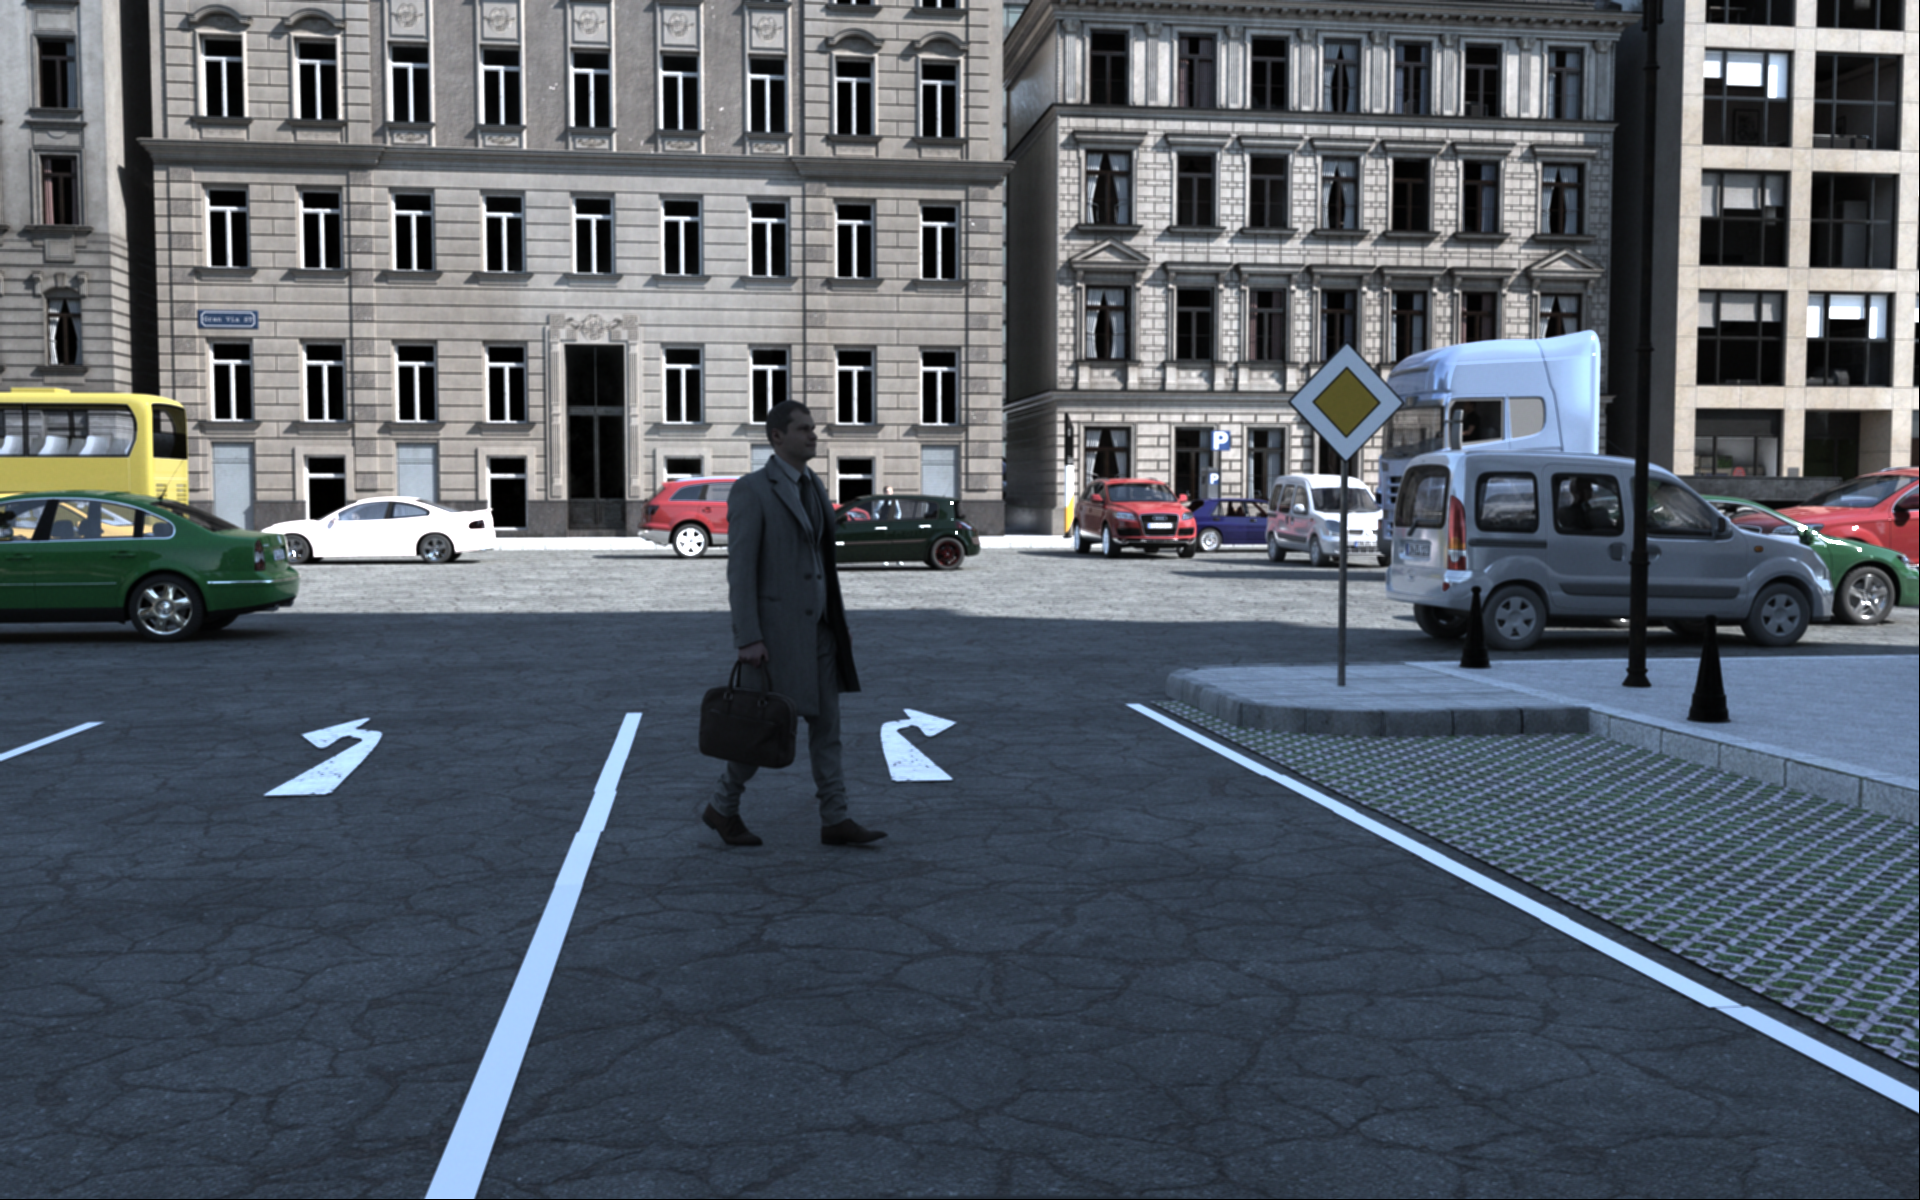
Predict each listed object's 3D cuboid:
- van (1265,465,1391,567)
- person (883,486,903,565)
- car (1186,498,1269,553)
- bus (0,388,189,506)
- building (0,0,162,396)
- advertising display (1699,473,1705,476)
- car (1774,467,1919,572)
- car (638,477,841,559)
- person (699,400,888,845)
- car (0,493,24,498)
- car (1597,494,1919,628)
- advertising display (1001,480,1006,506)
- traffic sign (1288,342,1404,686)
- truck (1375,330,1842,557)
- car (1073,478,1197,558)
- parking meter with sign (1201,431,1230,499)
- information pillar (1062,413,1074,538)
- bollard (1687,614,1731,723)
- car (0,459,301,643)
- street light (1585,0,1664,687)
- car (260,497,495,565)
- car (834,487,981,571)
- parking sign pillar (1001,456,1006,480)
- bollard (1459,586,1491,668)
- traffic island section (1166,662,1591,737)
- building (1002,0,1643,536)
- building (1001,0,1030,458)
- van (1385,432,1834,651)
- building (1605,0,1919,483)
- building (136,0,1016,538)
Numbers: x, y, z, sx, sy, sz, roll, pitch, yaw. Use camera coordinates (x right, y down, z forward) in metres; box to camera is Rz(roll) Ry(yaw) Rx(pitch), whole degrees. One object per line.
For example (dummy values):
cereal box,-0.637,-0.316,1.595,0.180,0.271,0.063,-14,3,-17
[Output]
van,7.599,-1.739,35.445,2.013,2.044,4.112,0,4,-8
person,-1.444,-1.505,34.916,0.589,1.601,0.330,0,4,-6
car,7.257,-1.880,43.310,3.894,1.354,1.945,-1,4,-9
bus,-23.158,-2.766,36.775,12.252,3.916,2.896,0,4,-7
building,-32.799,-12.338,50.875,18.267,20.994,9.793,0,4,-8
advertising display,22.875,-2.952,53.476,0.123,1.923,0.974,1,4,20
car,13.042,-0.922,23.754,5.304,1.827,2.281,-1,4,-9
car,-4.614,-1.871,39.265,5.304,1.827,2.281,-1,4,-10
person,-0.679,0.096,7.031,0.767,1.812,0.694,2,4,31
car,-14.154,-1.045,27.307,3.980,1.641,2.015,-1,4,-9
car,8.334,-0.471,19.502,4.920,1.459,2.131,-1,4,-8
advertising display,1.858,-4.578,80.060,0.974,1.923,0.123,-2,4,-34
traffic sign,2.551,-0.482,11.529,0.795,2.450,0.064,0,4,-8
truck,15.960,-2.478,30.275,18.799,4.110,2.967,-1,4,-8
car,4.014,-1.943,40.439,2.281,1.827,5.304,0,4,-8
parking meter with sign,7.060,-3.196,48.508,0.543,3.016,1.738,0,4,-6
information pillar,3.151,-3.598,50.174,0.183,3.616,0.504,2,4,26
bollard,4.244,0.382,9.802,0.229,0.601,0.229,0,3,0
car,-9.128,-0.518,17.264,4.718,1.807,1.959,-1,4,-10
street light,4.524,-2.362,11.400,0.468,5.910,1.993,0,4,-8
car,-12.190,-1.453,36.122,4.827,1.381,2.083,-1,4,-8
car,-1.711,-1.415,32.923,4.222,1.686,2.009,-1,4,-9
parking sign pillar,2.274,-6.817,99.929,1.447,3.967,1.447,2,4,30
bollard,3.821,0.196,12.832,0.229,0.601,0.229,0,3,0
traffic island section,2.573,0.653,11.609,2.009,0.180,2.903,0,4,-8
building,11.151,-11.842,58.237,19.286,19.102,10.561,0,4,-8
building,-1.285,-27.440,132.242,14.154,41.232,14.086,0,4,-8
van,6.283,-0.595,16.740,4.112,2.044,2.013,-1,4,-9
building,37.785,-15.947,65.256,34.151,26.468,19.350,0,4,-8
building,-11.433,-15.796,55.530,25.104,27.353,12.463,0,4,-8
